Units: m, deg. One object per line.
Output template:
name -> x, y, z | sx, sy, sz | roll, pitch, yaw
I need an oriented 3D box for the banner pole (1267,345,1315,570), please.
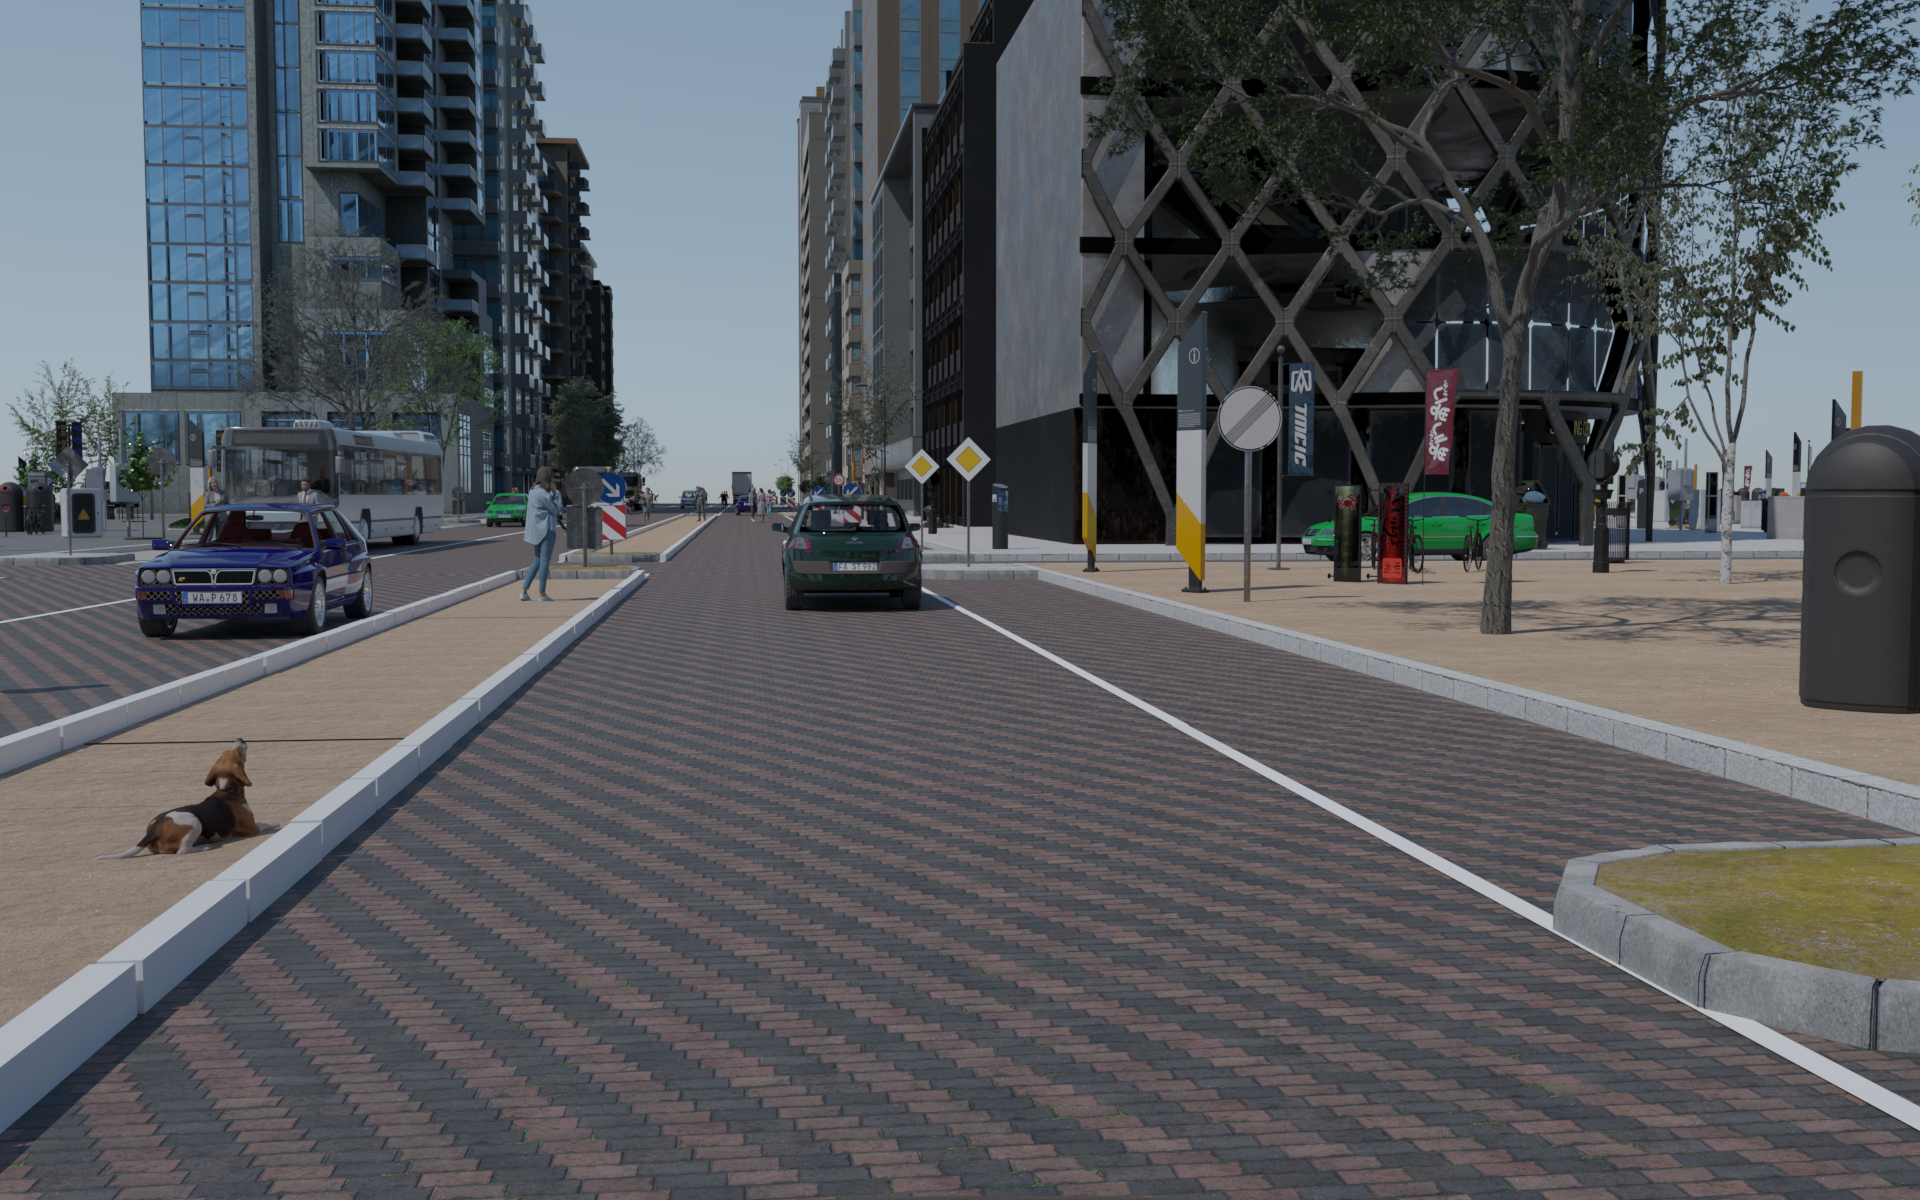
banner pole -> 5.583, -2.392, 29.120 | 0.863, 3.779, 0.401 | 3, 4, 38

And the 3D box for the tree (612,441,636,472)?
tree -> -43.673, -16.567, 221.227 | 4.737, 8.622, 4.395 | 0, 3, 0

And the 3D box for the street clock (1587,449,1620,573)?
street clock -> 10.435, -1.442, 28.142 | 0.358, 2.002, 0.471 | -2, 4, -33

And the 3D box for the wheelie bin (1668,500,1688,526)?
wheelie bin -> 29.087, -3.805, 70.113 | 0.693, 1.594, 0.980 | 3, 4, 37

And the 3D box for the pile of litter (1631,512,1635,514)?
pile of litter -> 44.886, -6.105, 113.789 | 1.719, 0.858, 1.176 | 0, 4, -7

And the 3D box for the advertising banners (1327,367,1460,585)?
advertising banners -> 6.142, -1.739, 24.618 | 0.090, 3.025, 2.074 | -3, 5, -44

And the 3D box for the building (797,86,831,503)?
building -> -13.537, -43.802, 258.162 | 21.231, 58.520, 28.212 | 0, 4, -7

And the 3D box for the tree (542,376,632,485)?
tree -> -39.838, -17.017, 184.877 | 9.857, 13.997, 8.962 | 0, 3, 0

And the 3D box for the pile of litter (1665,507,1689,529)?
pile of litter -> 26.949, -3.047, 63.783 | 1.719, 0.858, 1.176 | 3, 4, 38

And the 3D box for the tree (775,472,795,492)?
tree -> -26.458, -17.038, 262.286 | 4.285, 4.588, 4.351 | 0, 3, 0

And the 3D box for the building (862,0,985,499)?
building -> 0.577, -28.819, 121.303 | 14.600, 45.320, 14.200 | 0, 4, -7

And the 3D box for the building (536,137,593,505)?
building -> -55.948, -33.801, 207.276 | 22.147, 44.769, 28.867 | 0, 4, -7

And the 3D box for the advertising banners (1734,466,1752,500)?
advertising banners -> 47.991, -6.787, 107.161 | 0.090, 3.025, 2.074 | -3, 4, -37

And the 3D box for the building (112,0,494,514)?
building -> -45.165, -49.529, 122.477 | 22.319, 86.520, 31.000 | 0, 4, -7

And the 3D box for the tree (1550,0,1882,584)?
tree -> 10.855, -4.546, 24.687 | 4.360, 8.622, 3.978 | 0, 3, 0

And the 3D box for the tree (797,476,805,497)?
tree -> -16.350, -11.547, 183.387 | 1.663, 3.219, 1.824 | 0, 3, 0

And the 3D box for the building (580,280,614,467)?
building -> -53.525, -28.014, 229.737 | 14.160, 30.474, 14.107 | 0, 4, -7

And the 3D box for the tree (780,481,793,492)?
tree -> -25.385, -15.712, 251.489 | 1.663, 3.219, 1.824 | 0, 3, 0

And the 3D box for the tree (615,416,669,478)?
tree -> -50.177, -21.890, 268.273 | 12.009, 13.543, 11.850 | 0, 3, 0

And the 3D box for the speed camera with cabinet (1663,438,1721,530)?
speed camera with cabinet -> 26.229, -4.128, 61.831 | 2.038, 3.252, 0.660 | -2, 4, -25

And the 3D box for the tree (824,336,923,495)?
tree -> -3.858, -7.909, 79.667 | 4.360, 8.622, 3.978 | 0, 3, 0

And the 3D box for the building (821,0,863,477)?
building -> -1.899, -33.820, 172.568 | 23.786, 49.044, 30.456 | 0, 4, -7

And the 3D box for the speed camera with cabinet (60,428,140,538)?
speed camera with cabinet -> -25.502, -3.488, 51.360 | 2.038, 3.252, 0.660 | -3, 5, -44

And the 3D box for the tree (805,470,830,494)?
tree -> -11.145, -8.819, 138.791 | 1.663, 3.219, 1.824 | 0, 3, 0

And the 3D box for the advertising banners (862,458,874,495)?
advertising banners -> -4.450, -5.334, 83.404 | 0.090, 3.025, 2.074 | -1, 4, -16

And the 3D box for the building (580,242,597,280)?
building -> -65.114, -33.963, 247.172 | 32.217, 40.220, 23.993 | 0, 4, -7

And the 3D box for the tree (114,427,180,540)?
tree -> -23.128, -3.312, 48.759 | 1.663, 3.219, 1.824 | 0, 3, 0

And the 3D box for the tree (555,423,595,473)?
tree -> -38.955, -13.810, 176.147 | 4.360, 8.622, 3.978 | 0, 3, 0

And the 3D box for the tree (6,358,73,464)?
tree -> -48.262, -8.702, 92.644 | 4.737, 8.622, 4.395 | 0, 3, 0

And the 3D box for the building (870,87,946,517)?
building -> 2.996, -17.131, 99.161 | 14.314, 24.678, 30.058 | 0, 4, -7

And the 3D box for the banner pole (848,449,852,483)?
banner pole -> -6.185, -6.541, 96.959 | 0.401, 3.779, 0.863 | 1, 4, 11

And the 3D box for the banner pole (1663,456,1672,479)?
banner pole -> 46.486, -7.580, 113.956 | 0.863, 3.779, 0.401 | -1, 4, -20

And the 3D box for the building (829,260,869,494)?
building -> 3.697, -18.291, 144.094 | 27.650, 21.520, 28.899 | 0, 4, -7

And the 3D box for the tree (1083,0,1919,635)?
tree -> 4.759, -4.948, 15.310 | 8.767, 10.594, 7.601 | 2, 4, 25

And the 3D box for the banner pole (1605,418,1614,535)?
banner pole -> 20.455, -3.948, 54.570 | 0.401, 3.779, 0.863 | 0, 4, 2

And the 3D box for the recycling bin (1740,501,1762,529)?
recycling bin -> 29.683, -3.203, 64.931 | 0.722, 1.027, 0.722 | 2, 4, 26

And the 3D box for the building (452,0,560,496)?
building -> -49.149, -32.758, 155.195 | 23.786, 49.044, 30.456 | 0, 4, -7

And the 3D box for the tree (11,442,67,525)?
tree -> -34.578, -4.289, 64.722 | 1.663, 3.219, 1.824 | 0, 3, 0

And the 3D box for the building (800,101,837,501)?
building -> -8.040, -35.940, 211.317 | 21.300, 48.544, 21.600 | 0, 4, -7

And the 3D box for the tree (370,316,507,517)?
tree -> -29.436, -10.518, 97.727 | 9.928, 11.665, 9.643 | 0, 3, 0

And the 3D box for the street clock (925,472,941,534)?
street clock -> -0.875, -3.181, 56.577 | 0.471, 2.002, 0.358 | -3, 5, -41

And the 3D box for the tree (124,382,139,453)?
tree -> -51.914, -9.441, 104.730 | 4.737, 8.622, 4.395 | 0, 3, 0

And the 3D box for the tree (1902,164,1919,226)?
tree -> 15.548, -4.478, 23.576 | 4.737, 8.622, 4.395 | 0, 3, 0

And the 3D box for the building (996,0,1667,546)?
building -> 10.524, -11.135, 49.504 | 16.811, 18.784, 16.820 | 0, 4, -7

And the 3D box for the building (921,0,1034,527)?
building -> 5.270, -15.024, 75.312 | 12.332, 23.373, 15.834 | 0, 4, -7

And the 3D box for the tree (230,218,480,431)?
tree -> -26.857, -10.212, 77.341 | 12.009, 13.543, 11.850 | 0, 3, 0

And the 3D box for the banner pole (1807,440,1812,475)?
banner pole -> 39.171, -5.497, 79.890 | 0.401, 3.779, 0.863 | 3, 4, 39

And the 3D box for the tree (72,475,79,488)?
tree -> -37.817, -4.794, 72.987 | 1.663, 3.219, 1.824 | 0, 3, 0

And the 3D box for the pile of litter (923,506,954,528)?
pile of litter -> -0.963, -3.166, 65.730 | 1.176, 0.858, 1.719 | -2, 4, -34

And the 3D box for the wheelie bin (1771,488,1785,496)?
wheelie bin -> 43.688, -5.178, 92.573 | 0.980, 1.594, 0.693 | 3, 5, 44

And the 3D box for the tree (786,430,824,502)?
tree -> -17.679, -15.005, 195.691 | 4.360, 8.622, 3.978 | 0, 3, 0

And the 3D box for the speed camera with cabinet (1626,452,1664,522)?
speed camera with cabinet -> 31.977, -5.266, 80.432 | 0.660, 3.252, 2.038 | -3, 4, -38
